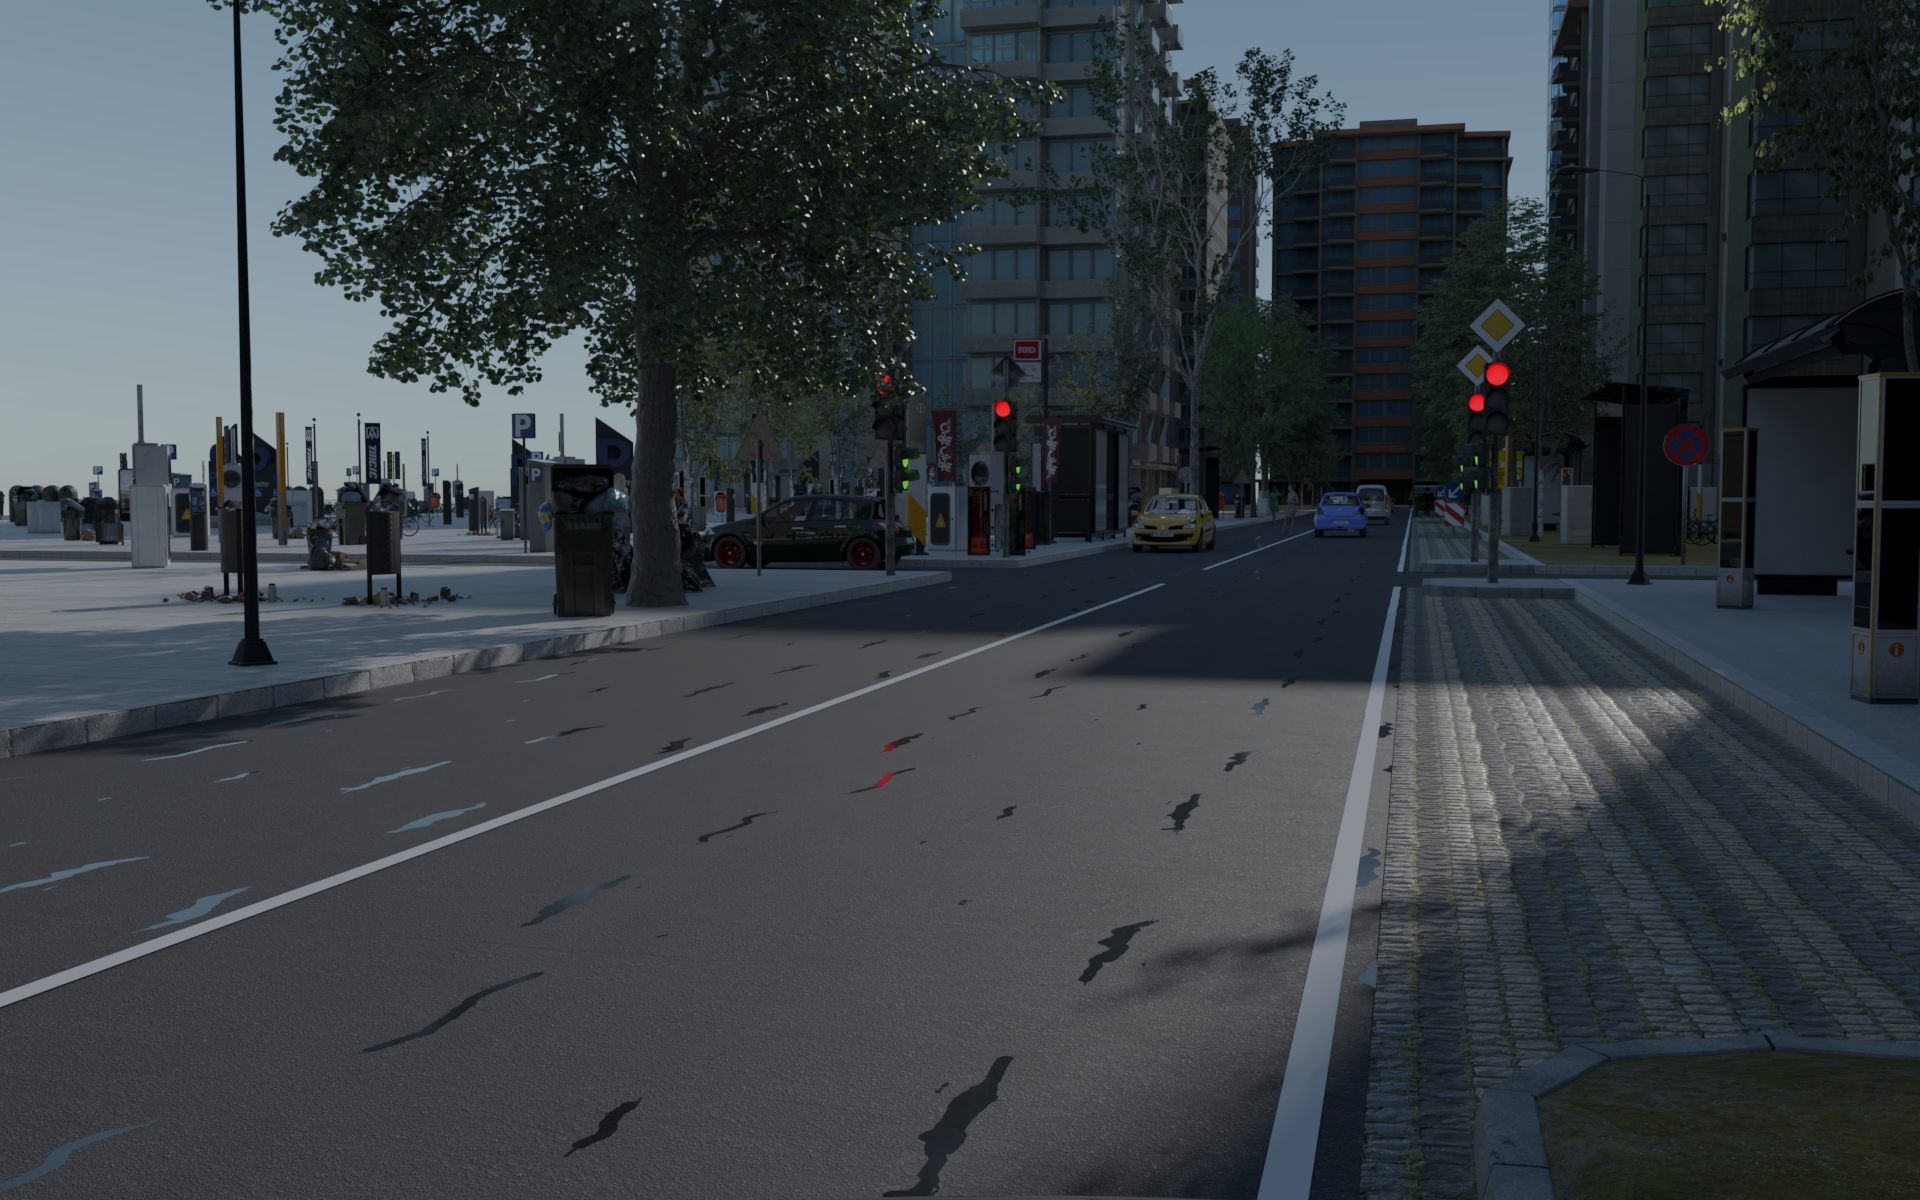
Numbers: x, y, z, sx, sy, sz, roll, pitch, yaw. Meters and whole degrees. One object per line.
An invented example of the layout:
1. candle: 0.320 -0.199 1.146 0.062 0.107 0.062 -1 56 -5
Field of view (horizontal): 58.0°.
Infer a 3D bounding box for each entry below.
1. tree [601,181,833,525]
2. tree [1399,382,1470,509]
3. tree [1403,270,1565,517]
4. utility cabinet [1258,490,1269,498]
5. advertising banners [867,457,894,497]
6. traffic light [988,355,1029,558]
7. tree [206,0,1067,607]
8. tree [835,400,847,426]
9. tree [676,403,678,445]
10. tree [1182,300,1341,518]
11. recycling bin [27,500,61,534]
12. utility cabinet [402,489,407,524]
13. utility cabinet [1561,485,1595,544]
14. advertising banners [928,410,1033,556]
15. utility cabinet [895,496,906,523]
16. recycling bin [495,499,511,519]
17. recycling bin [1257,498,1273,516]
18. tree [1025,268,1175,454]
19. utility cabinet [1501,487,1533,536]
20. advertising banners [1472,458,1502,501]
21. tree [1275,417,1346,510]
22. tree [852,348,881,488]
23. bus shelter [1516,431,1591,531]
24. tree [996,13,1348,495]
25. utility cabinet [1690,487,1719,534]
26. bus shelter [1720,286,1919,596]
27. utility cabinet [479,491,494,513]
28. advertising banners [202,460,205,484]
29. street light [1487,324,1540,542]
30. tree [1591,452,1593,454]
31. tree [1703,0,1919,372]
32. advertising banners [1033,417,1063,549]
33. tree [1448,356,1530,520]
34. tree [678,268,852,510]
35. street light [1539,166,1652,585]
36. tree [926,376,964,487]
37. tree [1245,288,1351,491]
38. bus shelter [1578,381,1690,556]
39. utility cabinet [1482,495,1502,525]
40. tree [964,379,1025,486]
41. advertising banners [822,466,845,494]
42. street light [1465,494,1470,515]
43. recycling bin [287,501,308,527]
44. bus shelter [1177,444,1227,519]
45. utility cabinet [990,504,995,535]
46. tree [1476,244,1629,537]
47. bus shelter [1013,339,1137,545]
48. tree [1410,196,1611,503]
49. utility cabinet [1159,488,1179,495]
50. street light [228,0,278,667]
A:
1. tree: -5.936 -5.420 38.972 4.737 8.622 4.395 0 3 0
2. tree: 50.768 -16.266 176.324 12.009 13.543 11.850 0 3 0
3. tree: 29.661 -11.657 97.254 9.857 13.997 8.962 0 3 0
4. utility cabinet: 18.479 -5.917 105.424 0.318 1.500 1.173 2 4 28
5. advertising banners: -3.793 -5.270 82.357 0.090 3.025 2.074 3 4 36
6. traffic light: 0.946 -2.815 34.943 0.839 4.253 0.868 1 4 15
7. tree: -3.449 -6.911 19.653 9.857 13.997 8.962 0 3 0
8. tree: -7.454 -7.848 78.673 4.737 8.622 4.395 0 3 0
9. tree: -13.043 -8.251 85.261 4.360 8.622 3.978 0 3 0
10. tree: 15.819 -10.292 94.026 9.928 11.665 9.643 0 3 0
11. recycling bin: -29.971 -2.698 56.668 0.722 1.027 0.722 1 4 17
12. utility cabinet: -23.897 -3.947 73.212 0.318 1.500 1.173 1 4 22
13. utility cabinet: 15.870 -2.157 43.954 1.173 1.500 0.318 -1 4 -12
14. advertising banners: 0.423 -2.442 36.121 2.074 3.025 0.090 1 4 8
15. utility cabinet: -1.592 -1.947 42.998 0.306 1.237 1.020 -1 4 -15
16. recycling bin: -23.605 -4.721 89.746 0.722 1.027 0.722 1 4 14
17. recycling bin: 18.327 -5.596 104.053 0.722 1.027 0.722 3 5 43
18. tree: 5.065 -6.498 56.602 4.360 8.622 3.978 0 3 0
19. utility cabinet: 17.078 -2.715 53.069 1.173 1.500 0.318 -3 4 -39
20. advertising banners: 24.285 -5.059 78.903 2.074 3.025 0.090 2 4 31
21. tree: 26.819 -11.380 136.430 4.737 8.622 4.395 0 3 0
22. tree: -4.639 -7.151 67.274 4.360 8.622 3.978 0 3 0
23. bus shelter: 19.736 -3.910 57.860 2.014 3.302 5.546 1 4 15
24. tree: 8.152 -13.084 69.805 12.611 20.169 13.585 0 3 0
25. utility cabinet: 23.727 -2.864 55.503 0.318 1.500 1.173 -3 4 -39
26. bus shelter: 10.068 -1.564 19.492 2.014 3.302 5.546 1 4 15
27. utility cabinet: -30.229 -6.203 110.095 1.173 1.500 0.318 0 4 4
28. advertising banners: -39.502 -5.740 90.035 0.090 3.025 2.074 -2 4 -35
29. street light: 14.824 -4.507 46.222 1.470 5.913 1.316 1 4 15
30. tree: 29.508 -5.652 76.118 4.285 4.588 4.351 0 3 0
31. tree: 8.055 -3.903 14.173 4.360 8.622 3.978 0 3 0
32. advertising banners: 1.546 -2.690 40.173 2.074 3.025 0.090 3 5 41
33. tree: 26.293 -8.342 86.754 4.737 8.622 4.395 0 3 0
34. tree: -6.213 -6.443 55.700 4.360 8.622 3.978 0 3 0
35. street light: 9.122 -3.181 24.556 1.470 5.913 1.316 1 4 15
36. tree: -0.169 -9.680 108.635 4.360 8.622 3.978 0 3 0
37. tree: 18.936 -12.227 106.566 9.857 13.997 8.962 0 3 0
38. bus shelter: 14.990 -2.905 38.772 1.731 3.624 6.357 1 4 15
39. utility cabinet: 21.972 -3.694 71.564 0.306 1.237 1.020 -1 4 -17
40. tree: 3.038 -9.072 98.688 4.360 8.622 3.978 0 3 0
41. advertising banners: -8.166 -6.896 108.935 2.074 3.025 0.090 -2 4 -26
42. street light: 22.418 -6.284 75.289 1.470 5.913 1.316 1 4 15
43. recycling bin: -25.817 -3.353 67.382 0.722 1.027 0.722 -2 4 -29
44. bus shelter: 11.876 -5.727 84.912 1.731 3.624 6.357 1 4 15
45. utility cabinet: 1.018 -2.615 53.918 1.020 1.237 0.306 -1 4 -20
46. tree: 17.636 -6.192 51.596 4.360 8.622 3.978 0 3 0
47. bus shelter: 3.087 -4.260 47.279 2.179 5.291 8.768 1 4 15
48. tree: 20.981 -9.099 66.890 7.486 12.596 7.792 0 3 0
49. utility cabinet: 7.664 -3.351 63.472 0.318 1.500 1.173 -1 4 -16
50. street light: -4.809 -2.458 12.734 1.470 5.913 1.316 1 4 15
